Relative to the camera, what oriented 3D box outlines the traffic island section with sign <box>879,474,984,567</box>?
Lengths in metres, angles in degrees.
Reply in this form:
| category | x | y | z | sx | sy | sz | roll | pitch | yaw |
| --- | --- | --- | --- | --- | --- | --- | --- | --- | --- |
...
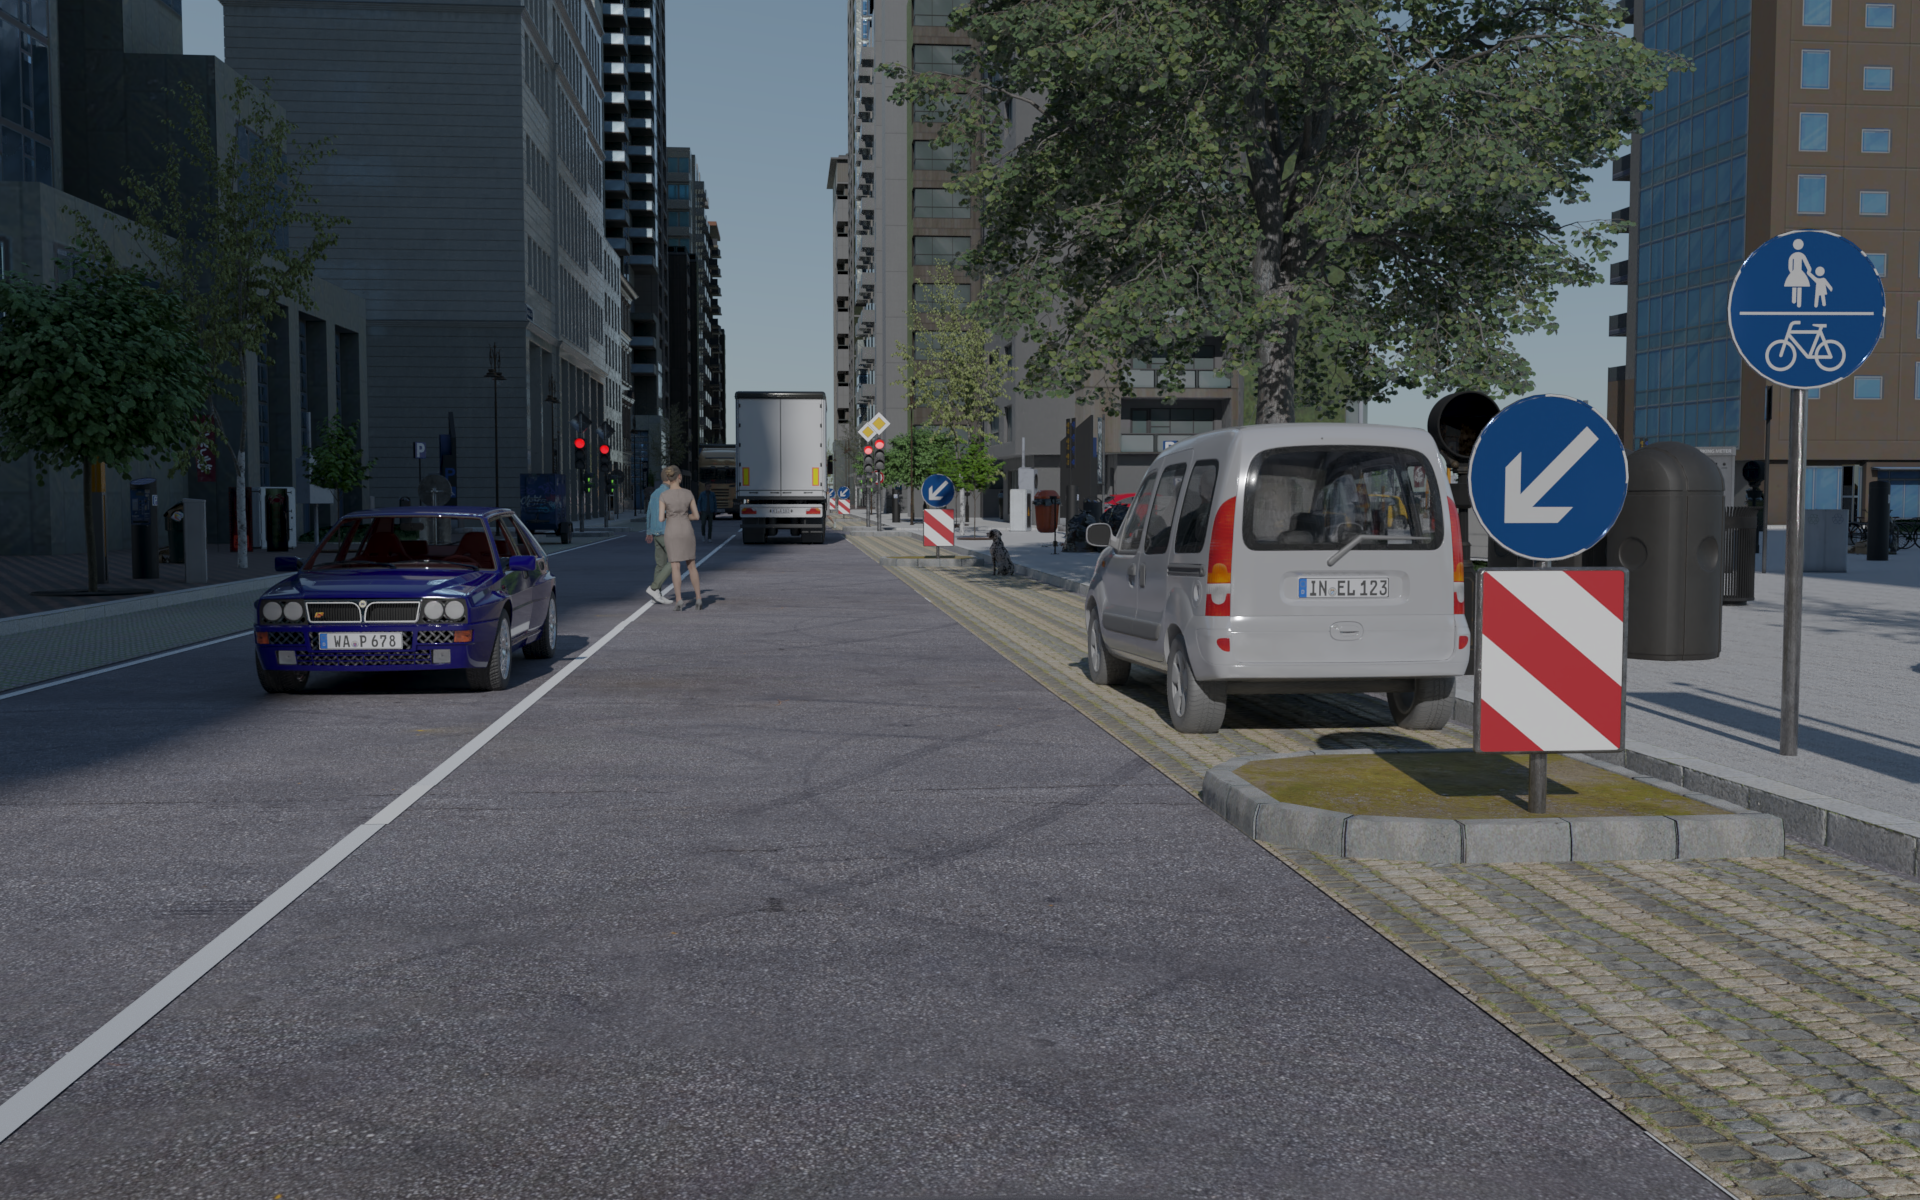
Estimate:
| category | x | y | z | sx | sy | sz | roll | pitch | yaw |
| --- | --- | --- | --- | --- | --- | --- | --- | --- | --- |
| traffic island section with sign | -0.611 | -1.607 | 34.905 | 1.989 | 1.847 | 2.006 | 0 | 4 | -6 |

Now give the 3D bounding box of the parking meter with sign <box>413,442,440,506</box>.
| category | x | y | z | sx | sy | sz | roll | pitch | yaw |
| --- | --- | --- | --- | --- | --- | --- | --- | --- | --- |
| parking meter with sign | -17.350 | -3.765 | 57.825 | 1.738 | 3.016 | 0.543 | 1 | 4 | 22 |

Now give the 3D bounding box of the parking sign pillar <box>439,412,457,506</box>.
| category | x | y | z | sx | sy | sz | roll | pitch | yaw |
| --- | --- | --- | --- | --- | --- | --- | --- | --- | --- |
| parking sign pillar | -16.570 | -4.138 | 56.133 | 1.447 | 3.967 | 1.447 | -1 | 4 | -20 |

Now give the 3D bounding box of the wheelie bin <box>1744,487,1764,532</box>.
| category | x | y | z | sx | sy | sz | roll | pitch | yaw |
| --- | --- | --- | --- | --- | --- | --- | --- | --- | --- |
| wheelie bin | 27.321 | -3.156 | 59.516 | 0.693 | 1.594 | 0.980 | 1 | 4 | 16 |

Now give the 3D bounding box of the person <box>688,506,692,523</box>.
| category | x | y | z | sx | sy | sz | roll | pitch | yaw |
| --- | --- | --- | --- | --- | --- | --- | --- | --- | --- |
| person | -13.258 | -4.519 | 84.987 | 0.503 | 1.515 | 0.523 | 2 | 4 | 35 |

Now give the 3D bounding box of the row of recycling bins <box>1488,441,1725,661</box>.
| category | x | y | z | sx | sy | sz | roll | pitch | yaw |
| --- | --- | --- | --- | --- | --- | --- | --- | --- | --- |
| row of recycling bins | 5.460 | -0.481 | 14.980 | 1.069 | 1.692 | 3.534 | 0 | 4 | -2 |

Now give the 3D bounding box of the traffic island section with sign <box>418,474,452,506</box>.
| category | x | y | z | sx | sy | sz | roll | pitch | yaw |
| --- | --- | --- | --- | --- | --- | --- | --- | --- | --- |
| traffic island section with sign | -10.328 | -1.548 | 33.938 | 1.989 | 1.847 | 2.006 | 0 | 4 | -6 |

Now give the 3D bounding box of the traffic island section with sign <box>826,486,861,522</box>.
| category | x | y | z | sx | sy | sz | roll | pitch | yaw |
| --- | --- | --- | --- | --- | --- | --- | --- | --- | --- |
| traffic island section with sign | -6.179 | -4.990 | 90.217 | 1.989 | 1.847 | 2.006 | 0 | 4 | -6 |

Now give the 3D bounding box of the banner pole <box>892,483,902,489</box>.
| category | x | y | z | sx | sy | sz | roll | pitch | yaw |
| --- | --- | --- | --- | --- | --- | --- | --- | --- | --- |
| banner pole | -4.233 | -7.620 | 114.596 | 0.863 | 3.779 | 0.401 | -1 | 4 | -21 |

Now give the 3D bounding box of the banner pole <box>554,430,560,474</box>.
| category | x | y | z | sx | sy | sz | roll | pitch | yaw |
| --- | --- | --- | --- | --- | --- | --- | --- | --- | --- |
| banner pole | -15.896 | -4.788 | 68.296 | 0.401 | 3.779 | 0.863 | -3 | 4 | -36 |

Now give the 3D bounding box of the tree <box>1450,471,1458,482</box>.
| category | x | y | z | sx | sy | sz | roll | pitch | yaw |
| --- | --- | --- | --- | --- | --- | --- | --- | --- | --- |
| tree | 15.365 | -3.475 | 51.426 | 1.663 | 3.219 | 1.824 | 0 | 3 | 0 |

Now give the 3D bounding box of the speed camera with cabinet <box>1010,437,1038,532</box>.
| category | x | y | z | sx | sy | sz | roll | pitch | yaw |
| --- | --- | --- | --- | --- | --- | --- | --- | --- | --- |
| speed camera with cabinet | 2.225 | -4.009 | 59.881 | 0.660 | 3.252 | 2.038 | 1 | 4 | 14 |

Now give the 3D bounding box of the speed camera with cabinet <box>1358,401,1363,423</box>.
| category | x | y | z | sx | sy | sz | roll | pitch | yaw |
| --- | --- | --- | --- | --- | --- | --- | --- | --- | --- |
| speed camera with cabinet | 8.421 | -2.658 | 37.793 | 0.660 | 3.252 | 2.038 | 0 | 4 | 4 |

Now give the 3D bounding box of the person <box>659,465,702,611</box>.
| category | x | y | z | sx | sy | sz | roll | pitch | yaw |
| --- | --- | --- | --- | --- | --- | --- | --- | --- | --- |
| person | -3.430 | -0.757 | 21.217 | 0.599 | 1.781 | 0.374 | -2 | 4 | -27 |

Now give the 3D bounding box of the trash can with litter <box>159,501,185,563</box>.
| category | x | y | z | sx | sy | sz | roll | pitch | yaw |
| --- | --- | --- | --- | --- | --- | --- | --- | --- | --- |
| trash can with litter | -14.642 | -1.269 | 32.136 | 1.055 | 1.170 | 0.624 | 2 | 4 | 26 |

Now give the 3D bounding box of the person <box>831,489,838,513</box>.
| category | x | y | z | sx | sy | sz | roll | pitch | yaw |
| --- | --- | --- | --- | --- | --- | --- | --- | --- | --- |
| person | -8.867 | -6.949 | 122.391 | 0.850 | 1.792 | 0.678 | -1 | 4 | -10 |

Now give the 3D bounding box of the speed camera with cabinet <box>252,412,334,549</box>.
| category | x | y | z | sx | sy | sz | roll | pitch | yaw |
| --- | --- | --- | --- | --- | --- | --- | --- | --- | --- |
| speed camera with cabinet | -15.953 | -2.868 | 41.231 | 0.660 | 3.252 | 2.038 | 2 | 4 | 33 |

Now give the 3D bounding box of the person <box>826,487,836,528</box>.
| category | x | y | z | sx | sy | sz | roll | pitch | yaw |
| --- | --- | --- | --- | --- | --- | --- | --- | --- | --- |
| person | -5.436 | -3.770 | 70.893 | 0.466 | 1.731 | 0.760 | 3 | 5 | 43 |

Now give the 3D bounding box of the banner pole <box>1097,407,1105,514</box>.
| category | x | y | z | sx | sy | sz | roll | pitch | yaw |
| --- | --- | --- | --- | --- | --- | --- | --- | --- | --- |
| banner pole | 4.066 | -3.660 | 49.853 | 0.401 | 3.779 | 0.863 | 1 | 4 | 21 |

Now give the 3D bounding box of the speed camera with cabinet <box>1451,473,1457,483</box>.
| category | x | y | z | sx | sy | sz | roll | pitch | yaw |
| --- | --- | --- | --- | --- | --- | --- | --- | --- | --- |
| speed camera with cabinet | 24.640 | -5.667 | 86.984 | 0.660 | 3.252 | 2.038 | 1 | 4 | 19 |

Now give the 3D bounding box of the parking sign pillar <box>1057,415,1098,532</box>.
| category | x | y | z | sx | sy | sz | roll | pitch | yaw |
| --- | --- | --- | --- | --- | --- | --- | --- | --- | --- |
| parking sign pillar | 4.076 | -4.341 | 59.450 | 1.447 | 3.967 | 1.447 | 3 | 5 | 40 |

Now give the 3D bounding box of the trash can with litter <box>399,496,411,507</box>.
| category | x | y | z | sx | sy | sz | roll | pitch | yaw |
| --- | --- | --- | --- | --- | --- | --- | --- | --- | --- |
| trash can with litter | -17.333 | -2.573 | 53.123 | 1.678 | 1.210 | 2.233 | 1 | 4 | 15 |

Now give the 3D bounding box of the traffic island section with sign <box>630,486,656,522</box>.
| category | x | y | z | sx | sy | sz | roll | pitch | yaw |
| --- | --- | --- | --- | --- | --- | --- | --- | --- | --- |
| traffic island section with sign | -15.883 | -4.918 | 89.038 | 1.989 | 1.847 | 2.006 | 0 | 4 | -6 |

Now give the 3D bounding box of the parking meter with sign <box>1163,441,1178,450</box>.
| category | x | y | z | sx | sy | sz | roll | pitch | yaw |
| --- | --- | --- | --- | --- | --- | --- | --- | --- | --- |
| parking meter with sign | 7.412 | -3.725 | 57.166 | 0.543 | 3.016 | 1.738 | 3 | 5 | 41 |

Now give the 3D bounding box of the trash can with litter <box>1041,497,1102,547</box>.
| category | x | y | z | sx | sy | sz | roll | pitch | yaw |
| --- | --- | --- | --- | --- | --- | --- | --- | --- | --- |
| trash can with litter | 2.877 | -1.934 | 42.682 | 2.233 | 1.210 | 1.678 | -2 | 4 | -27 |

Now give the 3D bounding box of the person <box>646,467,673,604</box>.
| category | x | y | z | sx | sy | sz | roll | pitch | yaw |
| --- | --- | --- | --- | --- | --- | --- | --- | --- | --- |
| person | -3.887 | -0.837 | 22.532 | 0.444 | 1.785 | 0.601 | -1 | 4 | -22 |

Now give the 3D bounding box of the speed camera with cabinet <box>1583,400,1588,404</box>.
| category | x | y | z | sx | sy | sz | roll | pitch | yaw |
| --- | --- | --- | --- | --- | --- | --- | --- | --- | --- |
| speed camera with cabinet | 12.473 | -2.581 | 36.535 | 2.038 | 3.252 | 0.660 | 1 | 4 | 11 |

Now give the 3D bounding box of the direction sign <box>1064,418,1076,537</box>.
| category | x | y | z | sx | sy | sz | roll | pitch | yaw |
| --- | --- | --- | --- | --- | --- | --- | --- | --- | --- |
| direction sign | 3.311 | -3.658 | 51.799 | 0.379 | 3.537 | 0.876 | -1 | 4 | -14 |

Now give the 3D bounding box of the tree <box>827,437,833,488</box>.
| category | x | y | z | sx | sy | sz | roll | pitch | yaw |
| --- | --- | --- | --- | --- | --- | --- | --- | --- | --- |
| tree | -16.932 | -16.849 | 225.838 | 4.737 | 8.622 | 4.395 | 0 | 3 | 0 |

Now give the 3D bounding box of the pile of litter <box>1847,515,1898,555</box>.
| category | x | y | z | sx | sy | sz | roll | pitch | yaw |
| --- | --- | --- | --- | --- | --- | --- | --- | --- | --- |
| pile of litter | 19.532 | -1.417 | 37.137 | 1.719 | 0.858 | 1.176 | -3 | 5 | -44 |

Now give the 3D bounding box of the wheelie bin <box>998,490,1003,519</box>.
| category | x | y | z | sx | sy | sz | roll | pitch | yaw |
| --- | --- | --- | --- | --- | --- | --- | --- | --- | --- |
| wheelie bin | 2.302 | -4.891 | 87.871 | 0.693 | 1.594 | 0.980 | 1 | 4 | 16 |

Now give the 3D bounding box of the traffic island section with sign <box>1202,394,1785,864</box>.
| category | x | y | z | sx | sy | sz | roll | pitch | yaw |
| --- | --- | --- | --- | --- | --- | --- | --- | --- | --- |
| traffic island section with sign | 2.153 | 0.061 | 7.636 | 1.989 | 1.847 | 2.006 | 0 | 4 | -6 |

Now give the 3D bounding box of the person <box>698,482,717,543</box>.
| category | x | y | z | sx | sy | sz | roll | pitch | yaw |
| --- | --- | --- | --- | --- | --- | --- | --- | --- | --- |
| person | -7.474 | -2.592 | 51.229 | 0.601 | 1.785 | 0.444 | -1 | 4 | -16 |

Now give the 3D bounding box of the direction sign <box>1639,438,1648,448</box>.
| category | x | y | z | sx | sy | sz | roll | pitch | yaw |
| --- | --- | --- | --- | --- | --- | --- | --- | --- | --- |
| direction sign | 27.716 | -4.788 | 70.284 | 0.379 | 3.537 | 0.876 | 3 | 5 | 41 |

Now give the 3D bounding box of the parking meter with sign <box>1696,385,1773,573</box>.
| category | x | y | z | sx | sy | sz | roll | pitch | yaw |
| --- | --- | --- | --- | --- | --- | --- | --- | --- | --- |
| parking meter with sign | 12.245 | -1.956 | 28.248 | 1.738 | 3.016 | 0.543 | 1 | 4 | 23 |

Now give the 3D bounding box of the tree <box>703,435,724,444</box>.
| category | x | y | z | sx | sy | sz | roll | pitch | yaw |
| --- | --- | --- | --- | --- | --- | --- | --- | --- | --- |
| tree | -30.574 | -16.227 | 215.672 | 4.360 | 8.622 | 3.978 | 0 | 3 | 0 |

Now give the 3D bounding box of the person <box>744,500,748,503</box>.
| category | x | y | z | sx | sy | sz | roll | pitch | yaw |
| --- | --- | --- | --- | --- | --- | --- | --- | --- | --- |
| person | -17.488 | -8.090 | 140.867 | 0.778 | 1.811 | 0.616 | -3 | 4 | -37 |

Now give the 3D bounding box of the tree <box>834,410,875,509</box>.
| category | x | y | z | sx | sy | sz | roll | pitch | yaw |
| --- | --- | --- | --- | --- | --- | --- | --- | --- | --- |
| tree | -8.944 | -12.386 | 152.874 | 4.360 | 8.622 | 3.978 | 0 | 3 | 0 |

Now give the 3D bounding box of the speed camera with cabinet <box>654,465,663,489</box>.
| category | x | y | z | sx | sy | sz | roll | pitch | yaw |
| --- | --- | --- | --- | --- | --- | --- | --- | --- | --- |
| speed camera with cabinet | -20.837 | -7.660 | 119.581 | 0.660 | 3.252 | 2.038 | -1 | 4 | -10 |

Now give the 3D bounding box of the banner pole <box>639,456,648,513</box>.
| category | x | y | z | sx | sy | sz | roll | pitch | yaw |
| --- | --- | --- | --- | --- | --- | --- | --- | --- | --- |
| banner pole | -20.972 | -7.626 | 114.700 | 0.863 | 3.779 | 0.401 | 2 | 4 | 28 |
